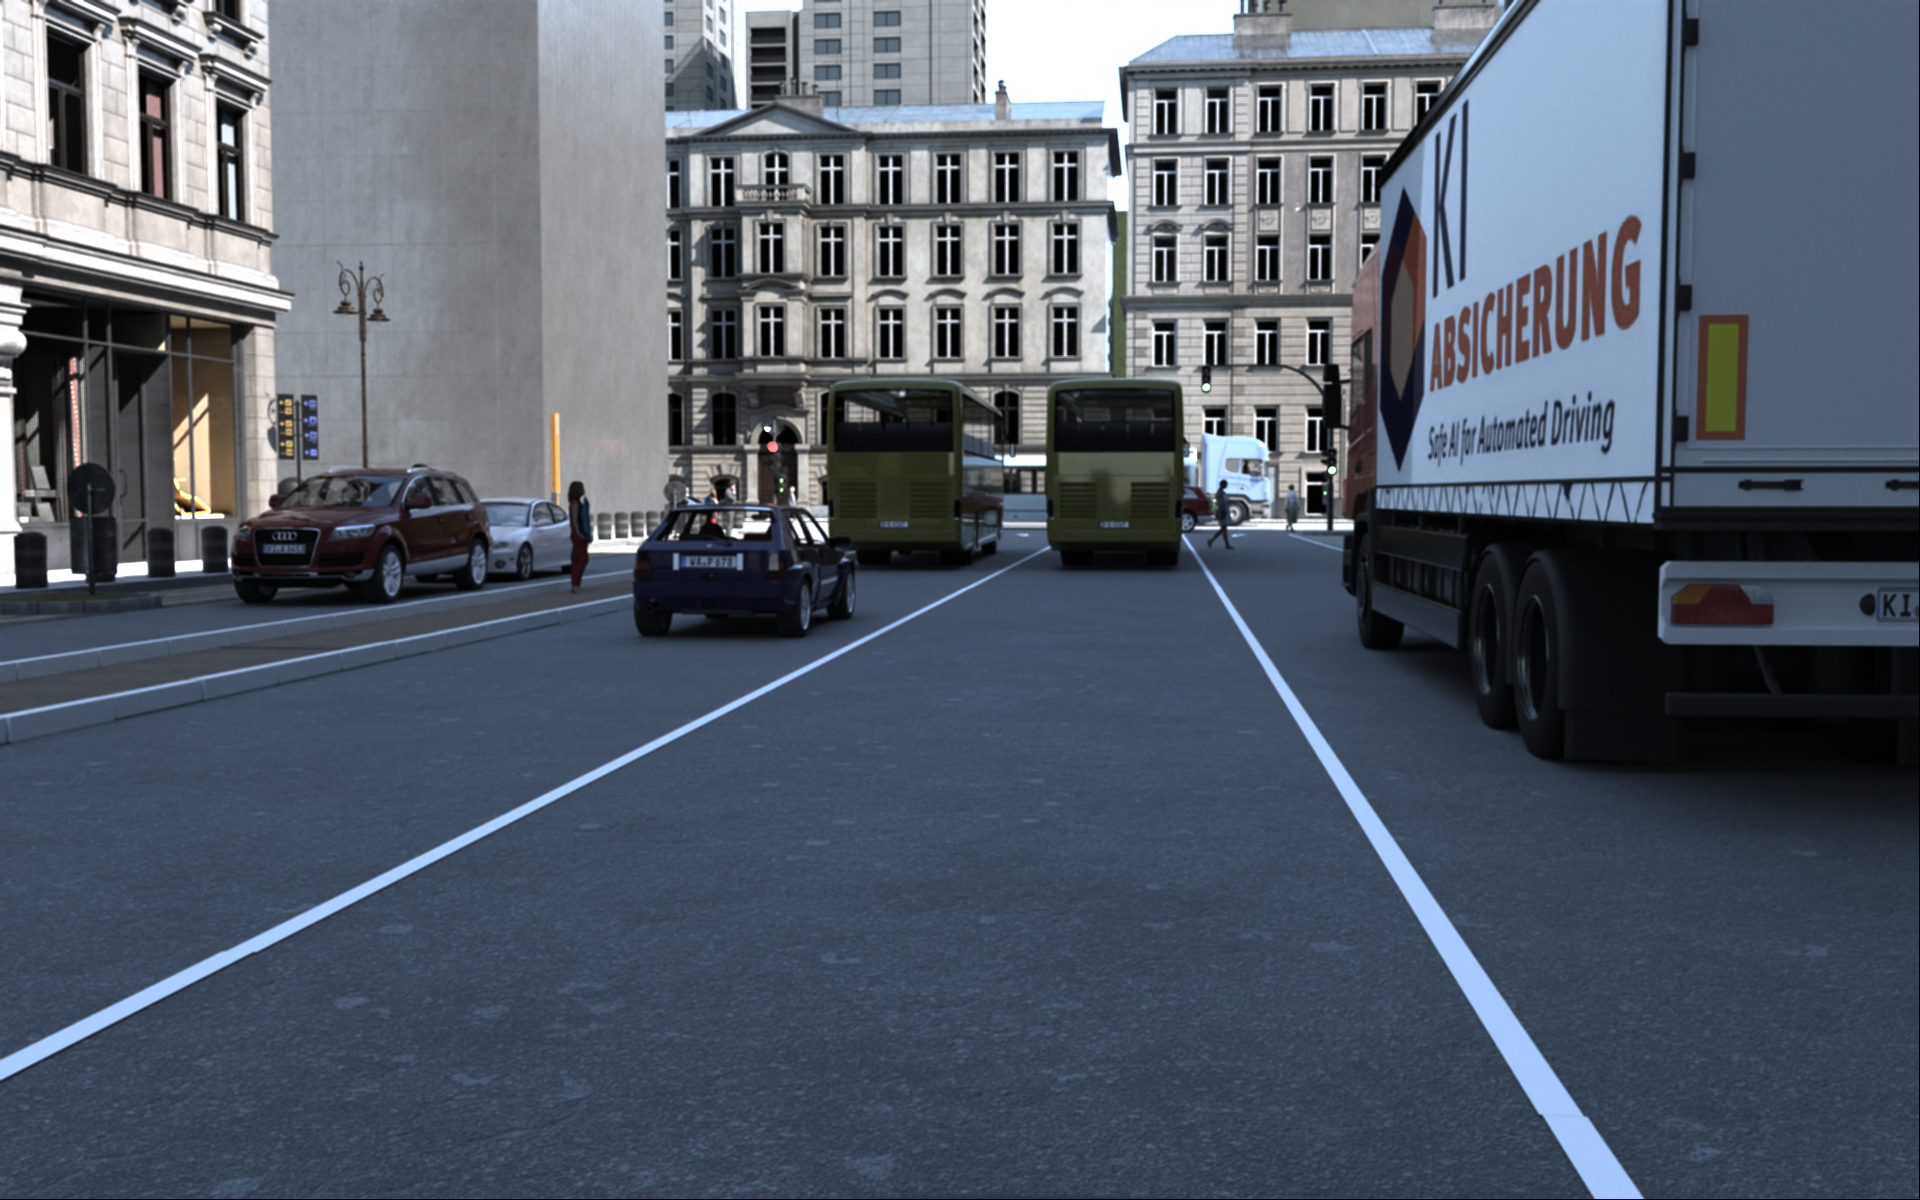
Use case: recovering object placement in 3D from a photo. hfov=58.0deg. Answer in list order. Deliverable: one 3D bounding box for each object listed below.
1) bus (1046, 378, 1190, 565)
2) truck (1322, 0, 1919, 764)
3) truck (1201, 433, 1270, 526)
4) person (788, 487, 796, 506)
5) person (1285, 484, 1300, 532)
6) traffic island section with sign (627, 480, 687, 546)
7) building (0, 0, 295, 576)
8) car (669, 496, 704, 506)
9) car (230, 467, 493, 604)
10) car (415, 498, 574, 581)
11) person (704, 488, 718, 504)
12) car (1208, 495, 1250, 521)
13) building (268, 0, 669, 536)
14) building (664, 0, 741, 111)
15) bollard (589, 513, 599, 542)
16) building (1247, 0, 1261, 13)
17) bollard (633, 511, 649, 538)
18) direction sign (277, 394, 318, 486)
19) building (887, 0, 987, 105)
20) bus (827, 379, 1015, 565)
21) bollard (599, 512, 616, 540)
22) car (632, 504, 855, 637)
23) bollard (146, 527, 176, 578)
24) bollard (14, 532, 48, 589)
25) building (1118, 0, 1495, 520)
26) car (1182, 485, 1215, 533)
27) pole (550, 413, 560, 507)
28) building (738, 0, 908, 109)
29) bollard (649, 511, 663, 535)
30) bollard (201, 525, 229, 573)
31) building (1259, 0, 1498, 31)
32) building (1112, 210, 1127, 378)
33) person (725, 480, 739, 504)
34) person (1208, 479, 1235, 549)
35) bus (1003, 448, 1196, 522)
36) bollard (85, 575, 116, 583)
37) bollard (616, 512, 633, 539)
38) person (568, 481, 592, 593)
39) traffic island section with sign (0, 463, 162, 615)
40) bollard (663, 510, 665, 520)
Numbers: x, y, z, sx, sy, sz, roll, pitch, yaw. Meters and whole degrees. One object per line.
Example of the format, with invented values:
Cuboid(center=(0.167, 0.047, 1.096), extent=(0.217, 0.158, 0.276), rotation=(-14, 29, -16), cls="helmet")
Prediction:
Cuboid(center=(3.586, -2.828, 37.784), extent=(2.896, 3.916, 12.252), rotation=(0, 4, 7), cls="bus")
Cuboid(center=(4.577, -1.444, 12.531), extent=(2.839, 4.237, 11.283), rotation=(0, 4, 5), cls="truck")
Cuboid(center=(5.168, -5.410, 78.209), extent=(18.799, 4.110, 2.967), rotation=(0, 4, 8), cls="truck")
Cuboid(center=(-8.293, -4.673, 85.085), extent=(0.728, 1.800, 0.709), rotation=(-1, 4, -22), cls="person")
Cuboid(center=(12.490, -3.463, 65.346), extent=(0.641, 1.798, 0.478), rotation=(-3, 4, -36), cls="person")
Cuboid(center=(-8.028, -2.421, 48.213), extent=(1.989, 1.847, 2.006), rotation=(0, 4, 6), cls="traffic island section with sign")
Cuboid(center=(-20.602, -10.101, 16.069), extent=(10.553, 20.767, 40.483), rotation=(0, 4, 6), cls="building")
Cuboid(center=(-12.383, -3.669, 71.987), extent=(4.499, 1.417, 2.014), rotation=(0, 4, 5), cls="car")
Cuboid(center=(-8.297, -0.962, 24.408), extent=(2.281, 1.827, 5.304), rotation=(0, 4, 5), cls="car")
Cuboid(center=(-7.925, -1.081, 30.034), extent=(2.083, 1.381, 4.827), rotation=(0, 4, 5), cls="car")
Cuboid(center=(-7.946, -2.743, 55.060), extent=(0.444, 1.614, 0.593), rotation=(-2, 4, -25), cls="person")
Cuboid(center=(11.301, -4.431, 81.244), extent=(4.718, 1.807, 1.959), rotation=(0, 4, 6), cls="car")
Cuboid(center=(-25.667, -14.526, 56.560), extent=(30.058, 24.678, 14.314), rotation=(0, 4, 6), cls="building")
Cuboid(center=(-38.850, -47.452, 214.088), extent=(20.611, 71.187, 20.563), rotation=(0, 4, 6), cls="building")
Cuboid(center=(-10.057, -1.952, 46.632), extent=(0.404, 0.777, 0.398), rotation=(0, 3, 0), cls="bollard")
Cuboid(center=(41.414, -39.462, 187.198), extent=(21.231, 58.520, 28.212), rotation=(0, 4, 6), cls="building")
Cuboid(center=(-9.540, -2.233, 51.227), extent=(0.404, 0.777, 0.398), rotation=(0, 3, 0), cls="bollard")
Cuboid(center=(-15.073, -2.905, 39.493), extent=(0.876, 3.537, 0.379), rotation=(-3, 4, -38), cls="direction sign")
Cuboid(center=(-5.451, -46.170, 193.125), extent=(20.563, 71.187, 20.611), rotation=(0, 4, 6), cls="building")
Cuboid(center=(-0.630, -2.840, 37.976), extent=(2.896, 3.916, 12.252), rotation=(0, 4, 6), cls="bus")
Cuboid(center=(-9.887, -2.046, 48.165), extent=(0.404, 0.777, 0.398), rotation=(0, 3, 0), cls="bollard")
Cuboid(center=(-2.234, -0.377, 18.751), extent=(1.945, 1.354, 3.894), rotation=(0, 4, 7), cls="car")
Cuboid(center=(-12.313, -0.732, 26.685), extent=(0.404, 0.777, 0.398), rotation=(0, 3, 0), cls="bollard")
Cuboid(center=(-12.663, -0.544, 23.607), extent=(0.404, 0.777, 0.398), rotation=(0, 3, 0), cls="bollard")
Cuboid(center=(20.964, -17.955, 90.820), extent=(25.104, 27.353, 12.463), rotation=(0, 4, 6), cls="building")
Cuboid(center=(6.946, -3.463, 65.298), extent=(5.304, 1.827, 2.281), rotation=(0, 4, 5), cls="car")
Cuboid(center=(-10.252, -3.060, 43.880), extent=(0.158, 3.312, 0.155), rotation=(0, 3, 0), cls="pole")
Cuboid(center=(-19.965, -50.192, 258.892), extent=(20.611, 71.187, 20.563), rotation=(0, 4, 6), cls="building")
Cuboid(center=(-9.366, -2.327, 52.756), extent=(0.404, 0.777, 0.398), rotation=(0, 3, 0), cls="bollard")
Cuboid(center=(-12.141, -0.826, 28.225), extent=(0.404, 0.777, 0.398), rotation=(0, 3, 0), cls="bollard")
Cuboid(center=(38.301, -32.948, 162.406), extent=(21.300, 48.544, 21.600), rotation=(0, 4, 6), cls="building")
Cuboid(center=(20.707, -34.738, 251.565), extent=(14.086, 41.232, 14.154), rotation=(0, 4, 6), cls="building")
Cuboid(center=(-6.756, -2.631, 51.316), extent=(0.447, 1.846, 0.655), rotation=(-1, 4, -13), cls="person")
Cuboid(center=(6.781, -2.228, 45.030), extent=(0.778, 1.811, 0.616), rotation=(2, 4, 32), cls="person")
Cuboid(center=(3.078, -4.695, 71.626), extent=(13.247, 3.499, 2.948), rotation=(0, 4, 8), cls="bus")
Cuboid(center=(-12.488, -0.638, 25.141), extent=(0.404, 0.777, 0.398), rotation=(0, 3, 0), cls="bollard")
Cuboid(center=(-9.709, -2.140, 49.698), extent=(0.404, 0.777, 0.398), rotation=(0, 3, 0), cls="bollard")
Cuboid(center=(-5.482, -0.908, 25.054), extent=(0.444, 1.614, 0.593), rotation=(1, 4, 16), cls="person")
Cuboid(center=(-11.067, -0.779, 21.370), extent=(1.989, 1.847, 2.006), rotation=(0, 4, 6), cls="traffic island section with sign")
Cuboid(center=(-9.195, -2.420, 54.287), extent=(0.404, 0.777, 0.398), rotation=(0, 3, 0), cls="bollard")
